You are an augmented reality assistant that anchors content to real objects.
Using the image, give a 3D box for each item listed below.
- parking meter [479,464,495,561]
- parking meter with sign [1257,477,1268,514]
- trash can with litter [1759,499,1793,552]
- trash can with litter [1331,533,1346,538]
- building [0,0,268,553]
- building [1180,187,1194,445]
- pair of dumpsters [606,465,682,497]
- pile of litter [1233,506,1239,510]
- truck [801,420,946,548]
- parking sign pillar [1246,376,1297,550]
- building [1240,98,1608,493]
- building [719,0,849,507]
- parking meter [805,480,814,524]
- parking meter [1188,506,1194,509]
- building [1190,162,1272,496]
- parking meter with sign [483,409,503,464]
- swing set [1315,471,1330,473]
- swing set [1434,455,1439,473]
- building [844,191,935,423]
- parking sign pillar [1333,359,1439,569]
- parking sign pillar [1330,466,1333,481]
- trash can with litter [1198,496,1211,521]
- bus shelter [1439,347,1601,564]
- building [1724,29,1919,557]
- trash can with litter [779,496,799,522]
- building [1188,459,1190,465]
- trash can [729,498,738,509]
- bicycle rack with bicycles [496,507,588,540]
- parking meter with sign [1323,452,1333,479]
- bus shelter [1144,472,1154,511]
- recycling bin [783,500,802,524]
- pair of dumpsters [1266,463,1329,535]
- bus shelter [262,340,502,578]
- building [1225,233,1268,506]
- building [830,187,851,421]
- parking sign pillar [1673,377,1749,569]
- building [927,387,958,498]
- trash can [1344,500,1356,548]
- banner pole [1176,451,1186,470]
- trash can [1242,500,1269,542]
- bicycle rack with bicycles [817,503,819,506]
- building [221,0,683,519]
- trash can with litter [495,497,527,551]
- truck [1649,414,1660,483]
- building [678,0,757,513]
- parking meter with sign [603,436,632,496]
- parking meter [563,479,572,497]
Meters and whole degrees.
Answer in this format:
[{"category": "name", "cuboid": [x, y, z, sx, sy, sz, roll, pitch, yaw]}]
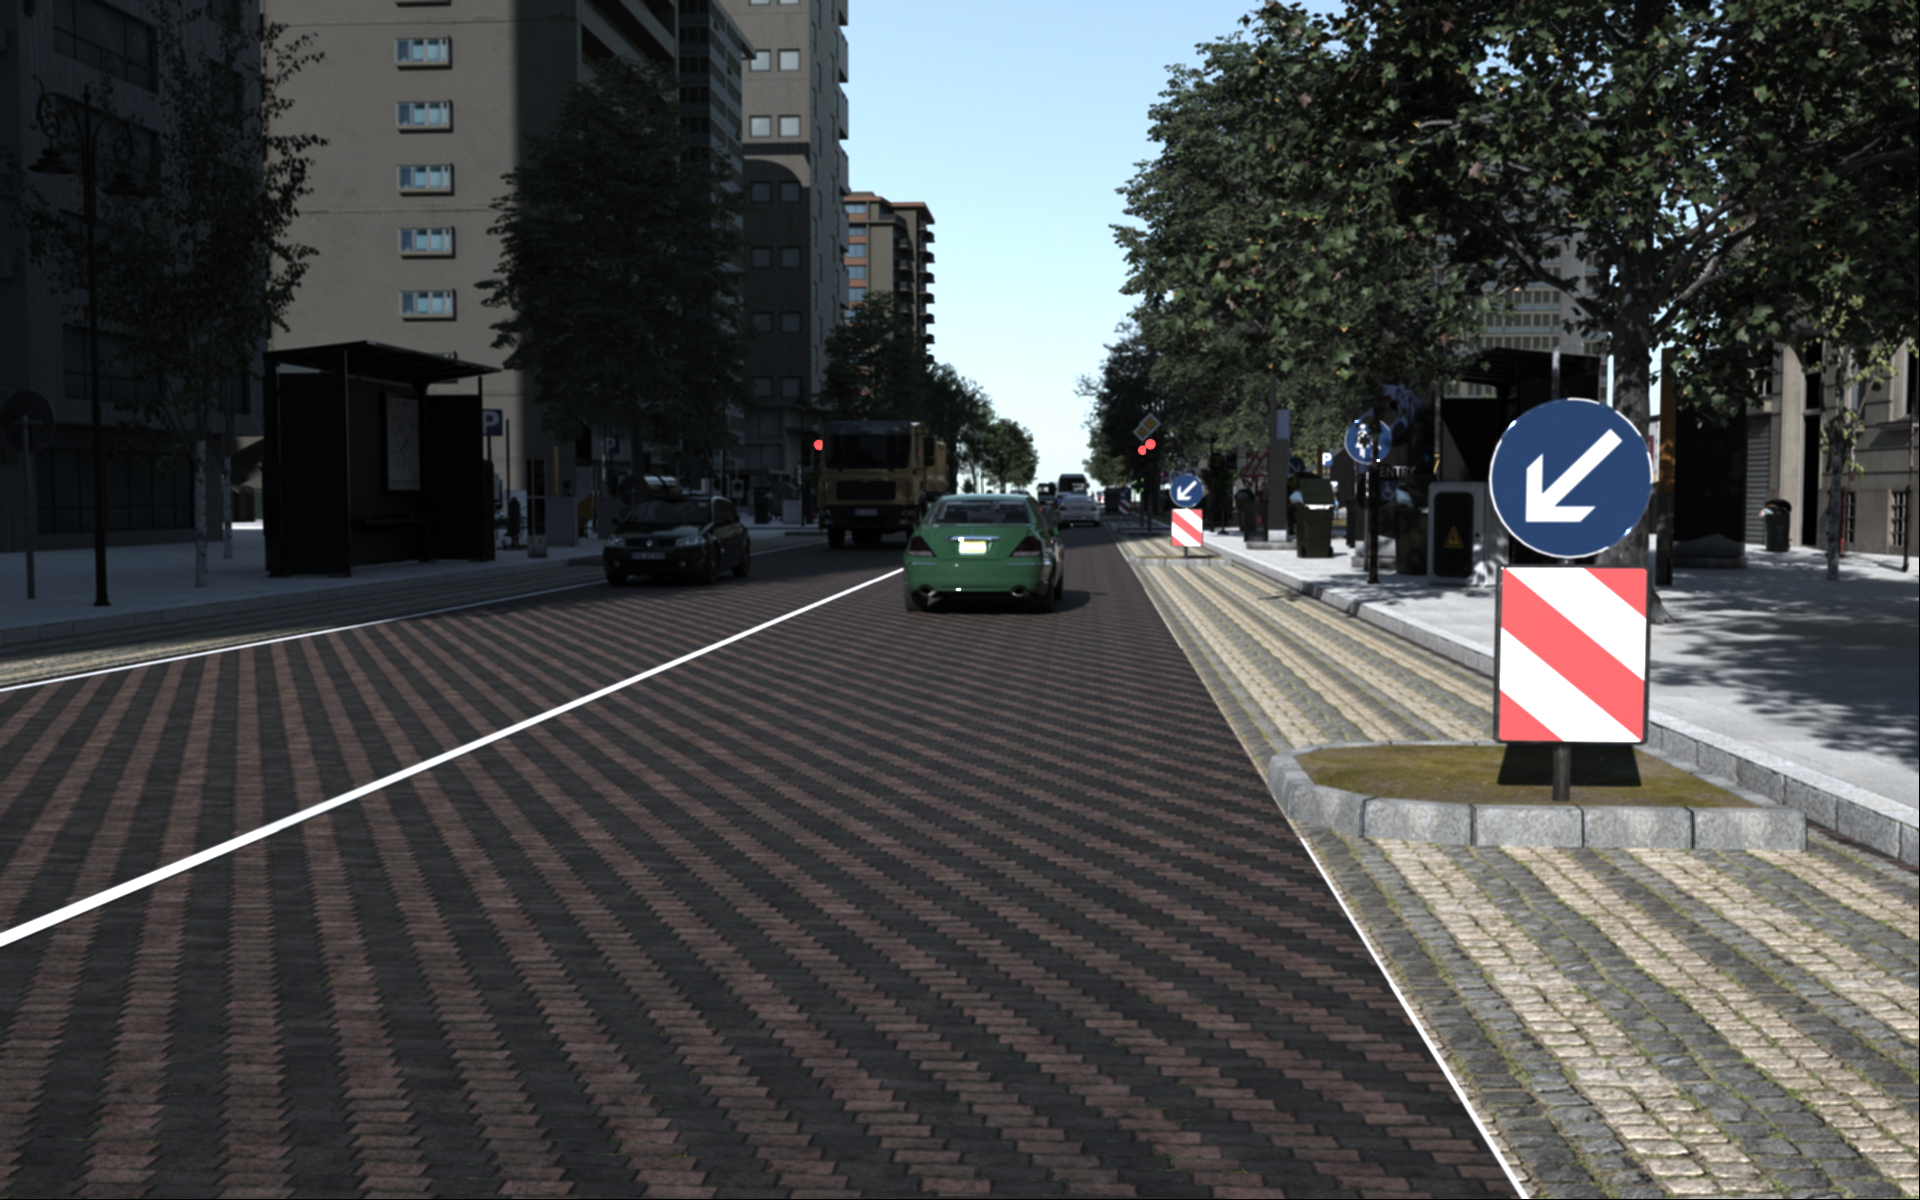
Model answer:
[{"category": "parking meter", "cuboid": [-9.183, -1.696, 33.440, 0.255, 1.863, 0.399, -3, 5, -41]}, {"category": "parking meter with sign", "cuboid": [19.608, -6.971, 110.231, 1.738, 3.016, 0.543, -2, 4, -26]}, {"category": "trash can with litter", "cuboid": [18.157, -1.659, 38.513, 0.624, 1.170, 1.055, 2, 4, 31]}, {"category": "trash can with litter", "cuboid": [11.371, -2.409, 50.447, 2.233, 1.210, 1.678, -1, 4, -23]}, {"category": "building", "cuboid": [-26.305, -16.635, 43.681, 14.107, 30.474, 14.160, 0, 4, 4]}, {"category": "building", "cuboid": [50.896, -42.565, 285.169, 28.713, 52.752, 27.495, 0, 4, 4]}, {"category": "pair of dumpsters", "cuboid": [-10.304, -3.302, 56.483, 1.574, 2.255, 4.437, 0, 4, 4]}, {"category": "pile of litter", "cuboid": [21.845, -7.527, 137.034, 1.176, 0.858, 1.719, 0, 4, 8]}, {"category": "truck", "cuboid": [-2.083, -3.204, 48.307, 3.469, 3.379, 9.791, 0, 4, 5]}, {"category": "parking sign pillar", "cuboid": [7.405, -3.169, 40.290, 1.447, 3.967, 1.447, 1, 4, 11]}, {"category": "building", "cuboid": [43.318, -28.830, 163.258, 32.217, 40.220, 23.993, 0, 4, 4]}, {"category": "building", "cuboid": [-24.897, -34.796, 158.155, 28.713, 52.752, 27.495, 0, 4, 4]}, {"category": "parking meter", "cuboid": [-6.382, -4.145, 73.487, 0.255, 1.863, 0.399, 1, 4, 17]}, {"category": "parking meter", "cuboid": [12.829, -5.373, 96.254, 0.372, 1.533, 0.369, 0, 3, 0]}, {"category": "building", "cuboid": [44.219, -38.101, 246.660, 21.300, 48.544, 21.600, 0, 4, 4]}, {"category": "parking meter with sign", "cuboid": [-10.079, -2.452, 36.358, 0.543, 3.016, 1.738, -2, 4, -29]}, {"category": "swing set", "cuboid": [24.904, -7.316, 117.228, 2.862, 2.851, 3.119, -2, 4, -35]}, {"category": "swing set", "cuboid": [18.236, -4.350, 68.737, 3.119, 2.851, 2.862, -2, 4, -34]}, {"category": "building", "cuboid": [-15.274, -36.601, 253.056, 22.147, 44.769, 28.867, 0, 4, 4]}, {"category": "parking sign pillar", "cuboid": [7.591, -2.553, 30.217, 1.447, 3.967, 1.447, 3, 5, 44]}, {"category": "parking sign pillar", "cuboid": [20.062, -6.260, 90.823, 1.447, 3.967, 1.447, 3, 5, 43]}, {"category": "trash can with litter", "cuboid": [12.954, -5.062, 93.819, 1.678, 1.210, 2.233, -1, 4, -20]}, {"category": "bus shelter", "cuboid": [9.620, -2.412, 30.719, 1.731, 3.624, 6.357, 0, 4, 4]}, {"category": "building", "cuboid": [26.482, -12.090, 30.963, 16.112, 22.955, 30.059, 0, 4, 4]}, {"category": "trash can with litter", "cuboid": [-7.874, -4.180, 79.733, 1.055, 1.170, 0.624, 2, 4, 32]}, {"category": "building", "cuboid": [42.430, -37.596, 264.801, 14.600, 45.320, 14.200, 0, 4, 4]}, {"category": "trash can", "cuboid": [-7.702, -2.781, 57.117, 0.748, 1.137, 0.748, 0, 3, 0]}, {"category": "bicycle rack with bicycles", "cuboid": [-11.648, -2.187, 49.134, 2.852, 0.926, 2.925, 2, 4, 26]}, {"category": "parking meter with sign", "cuboid": [15.049, -4.627, 71.912, 0.543, 3.016, 1.738, 1, 4, 22]}, {"category": "bus shelter", "cuboid": [14.752, -8.833, 135.709, 1.731, 3.624, 6.357, 0, 4, 4]}, {"category": "recycling bin", "cuboid": [-7.156, -3.755, 73.954, 0.722, 1.027, 0.722, 0, 4, 5]}, {"category": "pair of dumpsters", "cuboid": [10.864, -3.263, 55.851, 1.574, 2.255, 4.437, 0, 4, 4]}, {"category": "bus shelter", "cuboid": [-9.694, -2.347, 29.659, 1.731, 3.624, 6.357, 0, 4, 4]}, {"category": "building", "cuboid": [37.341, -26.120, 198.757, 14.160, 30.474, 14.107, 0, 4, 4]}, {"category": "building", "cuboid": [-25.415, -30.209, 185.800, 32.217, 40.220, 23.993, 0, 4, 4]}, {"category": "parking sign pillar", "cuboid": [13.033, -2.556, 30.267, 1.447, 3.967, 1.447, 2, 4, 32]}, {"category": "building", "cuboid": [-15.134, -26.766, 282.660, 27.650, 21.520, 28.899, 0, 4, 4]}, {"category": "trash can", "cuboid": [9.488, -1.804, 41.142, 0.748, 1.137, 0.748, 0, 3, 0]}, {"category": "banner pole", "cuboid": [12.878, -6.811, 101.379, 0.863, 3.779, 0.401, -2, 4, -27]}, {"category": "trash can", "cuboid": [7.561, -1.993, 44.235, 0.748, 1.137, 0.748, 0, 3, 0]}, {"category": "bicycle rack with bicycles", "cuboid": [-9.161, -6.819, 124.866, 2.925, 0.926, 2.852, 0, 4, 0]}, {"category": "building", "cuboid": [-28.169, -28.755, 93.853, 21.300, 48.544, 21.600, 0, 4, 4]}, {"category": "trash can with litter", "cuboid": [-10.456, -1.769, 39.986, 1.678, 1.210, 2.233, 0, 4, -5]}, {"category": "truck", "cuboid": [30.160, -4.459, 61.824, 11.283, 4.237, 2.839, 0, 4, 3]}, {"category": "building", "cuboid": [-28.943, -26.489, 124.983, 32.217, 40.220, 23.993, 0, 4, 4]}, {"category": "parking meter with sign", "cuboid": [-10.102, -3.470, 52.997, 0.543, 3.016, 1.738, 2, 4, 30]}, {"category": "parking meter", "cuboid": [-15.549, -3.850, 68.663, 0.255, 1.863, 0.399, 0, 4, -1]}]
